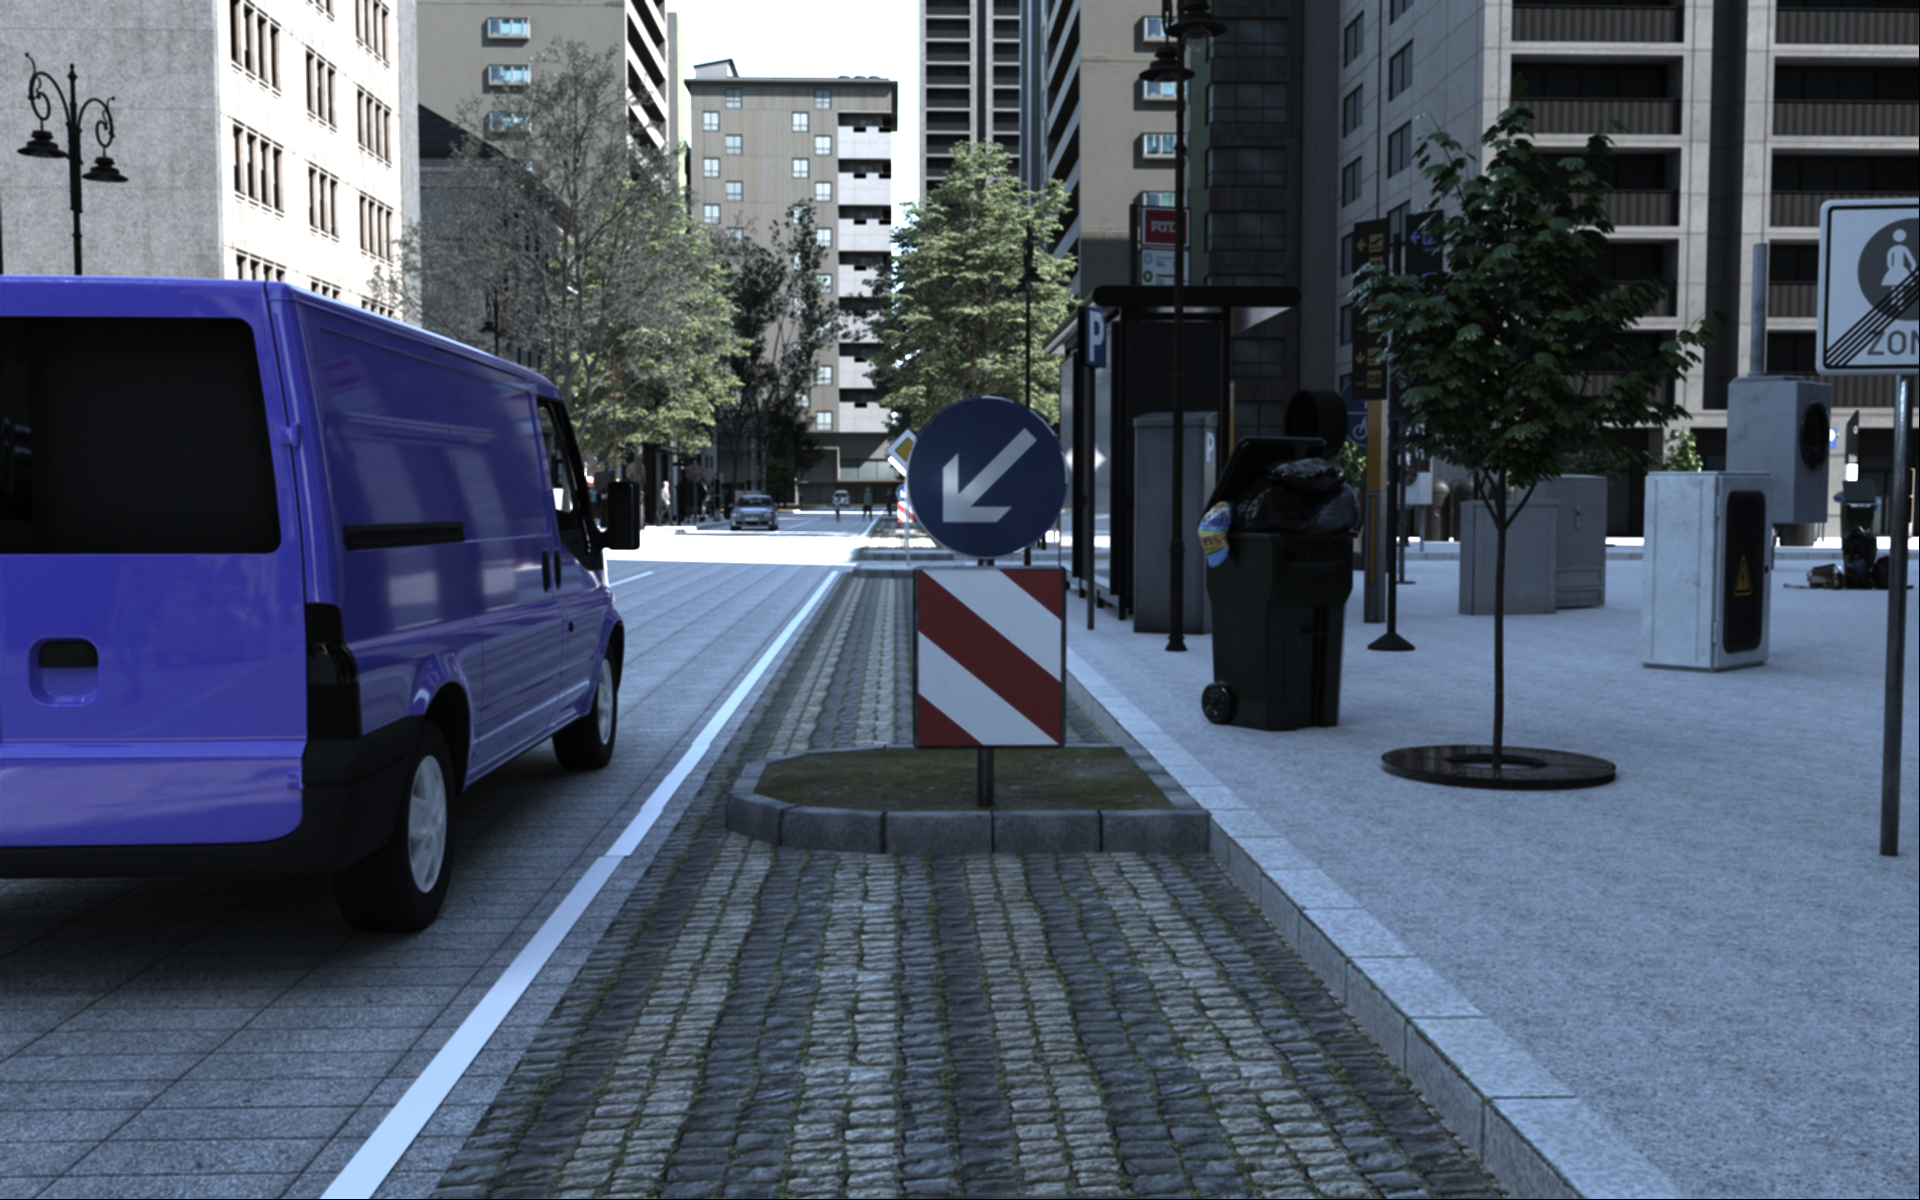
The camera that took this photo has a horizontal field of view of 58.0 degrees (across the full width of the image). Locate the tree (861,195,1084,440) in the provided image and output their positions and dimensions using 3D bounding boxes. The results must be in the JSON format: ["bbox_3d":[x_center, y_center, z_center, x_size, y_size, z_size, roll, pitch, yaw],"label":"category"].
[{"bbox_3d":[0.578,-10.108,71.926,9.857,13.997,8.962,0,3,0],"label":"tree"}]

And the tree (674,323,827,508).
[{"bbox_3d":[-12.162,-9.781,94.336,7.601,10.594,8.767,1,4,15],"label":"tree"}]

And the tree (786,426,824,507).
[{"bbox_3d":[-15.857,-13.580,172.397,4.360,8.622,3.978,0,3,0],"label":"tree"}]

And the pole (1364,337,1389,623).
[{"bbox_3d":[4.137,-1.427,17.181,0.158,3.312,0.155,0,3,0],"label":"pole"}]

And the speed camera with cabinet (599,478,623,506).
[{"bbox_3d":[-20.527,-6.619,102.562,2.038,3.252,0.660,1,4,21],"label":"speed camera with cabinet"}]

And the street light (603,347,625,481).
[{"bbox_3d":[-10.861,-4.996,54.477,0.468,5.910,1.993,0,4,-2],"label":"street light"}]

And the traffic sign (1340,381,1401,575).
[{"bbox_3d":[4.421,-1.138,18.707,0.768,2.556,0.104,0,4,0],"label":"traffic sign"}]

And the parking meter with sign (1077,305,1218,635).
[{"bbox_3d":[1.987,-1.205,15.962,1.738,3.016,0.543,2,4,25],"label":"parking meter with sign"}]

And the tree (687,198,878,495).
[{"bbox_3d":[-12.110,-15.574,110.516,12.611,20.169,13.585,0,3,0],"label":"tree"}]

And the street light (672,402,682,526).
[{"bbox_3d":[-11.415,-5.956,70.175,0.468,5.910,1.993,0,4,-2],"label":"street light"}]

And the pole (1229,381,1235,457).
[{"bbox_3d":[4.837,-2.289,31.267,0.158,3.312,0.155,0,3,0],"label":"pole"}]

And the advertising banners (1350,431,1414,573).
[{"bbox_3d":[6.919,-1.968,28.369,0.090,3.025,2.074,-1,4,-18],"label":"advertising banners"}]

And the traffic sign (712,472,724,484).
[{"bbox_3d":[-14.139,-6.182,101.175,0.768,2.556,0.104,0,4,7],"label":"traffic sign"}]

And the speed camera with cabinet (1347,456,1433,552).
[{"bbox_3d":[9.544,-2.720,38.804,0.660,3.252,2.038,-3,5,-43],"label":"speed camera with cabinet"}]

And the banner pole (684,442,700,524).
[{"bbox_3d":[-11.586,-5.197,74.981,0.401,3.779,0.863,3,5,43],"label":"banner pole"}]

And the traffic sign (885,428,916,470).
[{"bbox_3d":[-0.896,-1.735,30.552,0.795,2.593,0.064,0,4,-2],"label":"traffic sign"}]

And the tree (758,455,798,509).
[{"bbox_3d":[-15.232,-9.919,145.887,4.285,4.588,4.351,0,3,0],"label":"tree"}]

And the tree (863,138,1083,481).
[{"bbox_3d":[0.719,-8.456,56.385,7.486,12.596,7.792,0,3,0],"label":"tree"}]

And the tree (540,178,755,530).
[{"bbox_3d":[-11.058,-8.774,61.588,7.486,12.596,7.792,0,3,0],"label":"tree"}]

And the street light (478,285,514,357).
[{"bbox_3d":[-10.281,-4.021,38.536,0.468,5.910,1.993,0,4,-2],"label":"street light"}]

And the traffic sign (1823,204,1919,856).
[{"bbox_3d":[3.301,-0.242,6.084,0.606,2.300,0.079,0,4,7],"label":"traffic sign"}]

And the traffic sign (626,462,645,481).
[{"bbox_3d":[-12.806,-4.176,68.385,0.768,2.556,0.104,0,4,1],"label":"traffic sign"}]

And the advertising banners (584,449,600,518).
[{"bbox_3d":[-15.134,-4.368,67.608,2.074,3.025,0.090,-3,4,-36],"label":"advertising banners"}]

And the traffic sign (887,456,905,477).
[{"bbox_3d":[-1.193,-2.223,38.531,0.795,2.593,0.064,0,4,-2],"label":"traffic sign"}]

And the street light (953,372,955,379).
[{"bbox_3d":[-0.217,-5.692,65.859,0.468,5.910,1.993,0,4,-2],"label":"street light"}]

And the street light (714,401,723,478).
[{"bbox_3d":[-11.971,-6.902,85.640,0.468,5.910,1.993,0,4,-2],"label":"street light"}]

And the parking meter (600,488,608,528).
[{"bbox_3d":[-13.505,-3.512,65.831,0.372,1.533,0.369,0,3,0],"label":"parking meter"}]

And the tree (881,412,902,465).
[{"bbox_3d":[-4.434,-15.710,182.615,9.928,11.665,9.643,0,3,0],"label":"tree"}]

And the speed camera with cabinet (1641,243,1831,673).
[{"bbox_3d":[5.949,-1.152,13.178,2.038,3.252,0.660,-3,5,-43],"label":"speed camera with cabinet"}]

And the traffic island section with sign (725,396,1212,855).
[{"bbox_3d":[-0.023,0.051,7.793,1.989,1.847,2.006,0,4,-2],"label":"traffic island section with sign"}]

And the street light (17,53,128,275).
[{"bbox_3d":[-9.537,-2.813,18.779,0.468,5.910,1.993,0,4,-2],"label":"street light"}]

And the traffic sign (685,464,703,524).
[{"bbox_3d":[-11.198,-4.458,72.994,0.768,2.556,0.104,0,4,5],"label":"traffic sign"}]

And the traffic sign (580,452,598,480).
[{"bbox_3d":[-11.396,-3.216,52.695,0.768,2.556,0.104,0,4,6],"label":"traffic sign"}]

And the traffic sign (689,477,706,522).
[{"bbox_3d":[-11.988,-4.823,78.853,0.884,2.594,0.081,0,4,7],"label":"traffic sign"}]

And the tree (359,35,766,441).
[{"bbox_3d":[-10.384,-8.290,45.906,12.009,13.543,11.850,0,3,0],"label":"tree"}]

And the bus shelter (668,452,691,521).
[{"bbox_3d":[-13.973,-5.508,83.985,2.014,3.302,5.546,0,4,-2],"label":"bus shelter"}]

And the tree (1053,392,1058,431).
[{"bbox_3d":[6.339,-8.343,86.766,4.737,8.622,4.395,0,3,0],"label":"tree"}]

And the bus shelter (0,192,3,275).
[{"bbox_3d":[-11.778,-2.839,24.051,2.179,5.291,8.768,0,4,-2],"label":"bus shelter"}]

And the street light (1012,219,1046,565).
[{"bbox_3d":[1.155,-3.467,29.481,0.468,5.910,1.993,0,4,-2],"label":"street light"}]

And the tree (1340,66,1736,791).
[{"bbox_3d":[2.614,-0.812,7.882,1.663,3.219,1.824,0,3,0],"label":"tree"}]

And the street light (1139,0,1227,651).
[{"bbox_3d":[1.773,-2.522,14.019,0.468,5.910,1.993,0,4,-2],"label":"street light"}]

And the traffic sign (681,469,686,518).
[{"bbox_3d":[-14.026,-5.326,87.194,0.768,2.556,0.104,0,4,6],"label":"traffic sign"}]

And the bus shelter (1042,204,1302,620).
[{"bbox_3d":[2.246,-2.697,21.731,2.179,5.291,8.768,0,4,-2],"label":"bus shelter"}]

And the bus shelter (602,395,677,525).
[{"bbox_3d":[-13.472,-5.818,72.761,2.179,5.291,8.768,0,4,-2],"label":"bus shelter"}]

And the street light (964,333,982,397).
[{"bbox_3d":[0.369,-4.717,49.906,0.468,5.910,1.993,0,4,-2],"label":"street light"}]

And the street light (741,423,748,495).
[{"bbox_3d":[-12.636,-7.882,101.657,0.468,5.910,1.993,0,4,-2],"label":"street light"}]

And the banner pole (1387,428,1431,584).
[{"bbox_3d":[6.415,-2.110,24.514,0.401,3.779,0.863,-1,4,-20],"label":"banner pole"}]

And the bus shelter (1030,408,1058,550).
[{"bbox_3d":[1.116,-2.945,42.076,2.014,3.302,5.546,0,4,-2],"label":"bus shelter"}]

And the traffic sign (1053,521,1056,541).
[{"bbox_3d":[2.562,-2.863,46.911,0.768,2.556,0.104,0,4,4],"label":"traffic sign"}]

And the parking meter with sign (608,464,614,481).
[{"bbox_3d":[-19.649,-6.393,100.780,0.543,3.016,1.738,3,4,37],"label":"parking meter with sign"}]

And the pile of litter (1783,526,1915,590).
[{"bbox_3d":[12.135,-0.593,23.655,1.719,0.858,1.176,1,4,19],"label":"pile of litter"}]

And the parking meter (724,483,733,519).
[{"bbox_3d":[-11.730,-5.018,87.757,0.255,1.863,0.399,-3,5,-43],"label":"parking meter"}]

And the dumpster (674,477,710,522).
[{"bbox_3d":[-12.399,-4.747,80.101,1.502,2.255,1.985,0,4,-2],"label":"dumpster"}]
